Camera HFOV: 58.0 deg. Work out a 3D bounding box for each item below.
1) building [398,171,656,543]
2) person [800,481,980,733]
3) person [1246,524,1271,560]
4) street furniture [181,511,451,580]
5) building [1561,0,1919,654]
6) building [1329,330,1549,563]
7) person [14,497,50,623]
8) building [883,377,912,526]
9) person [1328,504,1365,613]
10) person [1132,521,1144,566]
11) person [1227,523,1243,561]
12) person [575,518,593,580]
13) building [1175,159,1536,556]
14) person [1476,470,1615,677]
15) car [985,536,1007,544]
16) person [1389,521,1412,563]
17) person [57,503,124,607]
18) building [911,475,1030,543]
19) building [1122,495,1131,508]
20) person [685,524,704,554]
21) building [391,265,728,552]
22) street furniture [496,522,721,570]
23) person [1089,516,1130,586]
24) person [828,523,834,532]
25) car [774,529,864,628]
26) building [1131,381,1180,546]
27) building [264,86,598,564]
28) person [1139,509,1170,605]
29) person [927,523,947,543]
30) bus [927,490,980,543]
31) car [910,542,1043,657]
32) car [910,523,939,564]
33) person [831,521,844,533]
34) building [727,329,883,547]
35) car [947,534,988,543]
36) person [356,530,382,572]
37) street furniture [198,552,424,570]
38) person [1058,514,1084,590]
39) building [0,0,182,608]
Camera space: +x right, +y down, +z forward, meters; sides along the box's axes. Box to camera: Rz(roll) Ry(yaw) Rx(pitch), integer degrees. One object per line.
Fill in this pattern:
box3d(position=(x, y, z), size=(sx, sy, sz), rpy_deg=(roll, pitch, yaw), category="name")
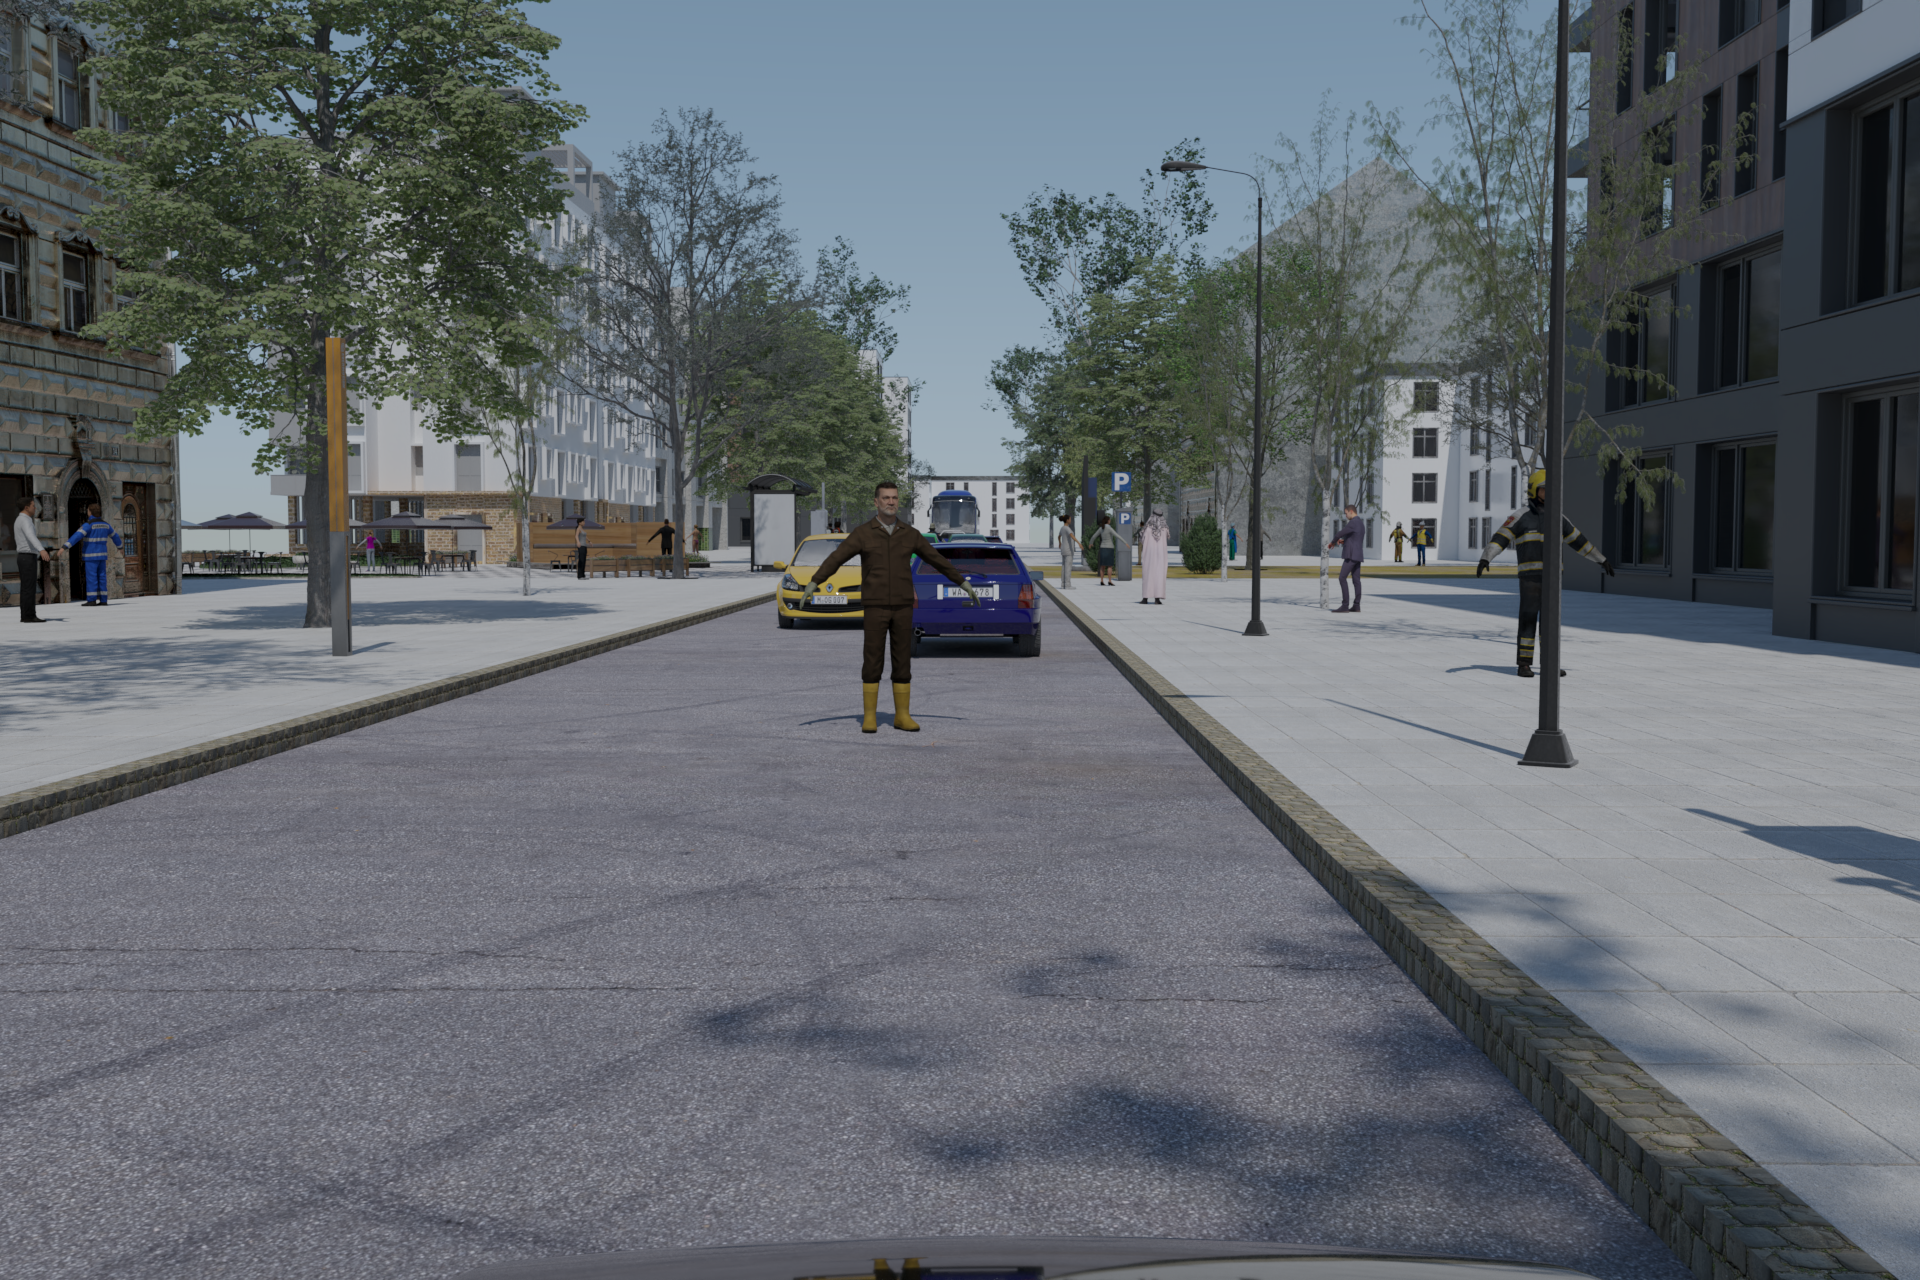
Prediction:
box3d(position=(-23.589, -14.399, 91.845), size=(16.016, 20.090, 11.380), rpy_deg=(0, 4, 1), category="building")
box3d(position=(-0.519, -0.243, 12.569), size=(1.346, 1.812, 0.704), rpy_deg=(-1, 4, -17), category="person")
box3d(position=(14.982, -4.927, 86.678), size=(1.348, 1.813, 0.705), rpy_deg=(-1, 4, -14), category="person")
box3d(position=(-29.757, -2.719, 49.491), size=(27.439, 1.986, 14.083), rpy_deg=(1, 4, 8), category="street furniture")
box3d(position=(24.225, -10.971, 23.354), size=(27.936, 21.610, 32.646), rpy_deg=(0, 4, 1), category="building")
box3d(position=(25.245, -8.749, 85.186), size=(9.099, 9.664, 28.070), rpy_deg=(0, 4, 1), category="building")
box3d(position=(-13.477, -1.158, 25.097), size=(0.704, 1.810, 1.344), rpy_deg=(-3, 5, -40), category="person")
box3d(position=(-20.725, -23.162, 222.672), size=(27.936, 21.610, 32.646), rpy_deg=(0, 4, 1), category="building")
box3d(position=(6.307, -1.338, 28.372), size=(0.568, 1.767, 0.683), rpy_deg=(2, 4, 32), category="person")
box3d(position=(7.387, -3.928, 70.501), size=(1.348, 1.796, 0.705), rpy_deg=(-2, 4, -29), category="person")
box3d(position=(13.105, -4.706, 83.062), size=(0.704, 1.817, 1.347), rpy_deg=(-2, 4, -26), category="person")
box3d(position=(-10.531, -2.554, 48.573), size=(0.721, 1.737, 1.217), rpy_deg=(0, 4, 5), category="person")
box3d(position=(24.408, -17.093, 110.400), size=(19.493, 23.208, 18.063), rpy_deg=(0, 4, 1), category="building")
box3d(position=(5.222, -0.599, 15.560), size=(1.351, 1.858, 0.704), rpy_deg=(-1, 4, -13), category="person")
box3d(position=(1.549, -4.849, 91.865), size=(1.945, 1.354, 3.894), rpy_deg=(0, 3, 0), category="car")
box3d(position=(19.806, -4.425, 78.118), size=(0.705, 1.858, 1.354), rpy_deg=(-2, 4, -33), category="person")
box3d(position=(-15.380, -1.516, 30.768), size=(0.704, 1.831, 1.345), rpy_deg=(1, 4, 23), category="person")
box3d(position=(-4.035, -18.448, 246.231), size=(28.070, 9.664, 9.099), rpy_deg=(0, 4, 4), category="building")
box3d(position=(25.417, -16.915, 218.706), size=(9.099, 9.664, 28.070), rpy_deg=(0, 4, 1), category="building")
box3d(position=(-12.441, -4.547, 81.149), size=(0.721, 1.733, 1.217), rpy_deg=(3, 4, 38), category="person")
box3d(position=(-27.650, -15.781, 124.484), size=(16.747, 18.905, 31.486), rpy_deg=(0, 4, 2), category="building")
box3d(position=(-12.925, -3.708, 67.478), size=(9.812, 1.723, 11.010), rpy_deg=(-2, 4, -30), category="street furniture")
box3d(position=(3.679, -2.204, 42.874), size=(1.217, 1.735, 0.721), rpy_deg=(3, 5, 40), category="person")
box3d(position=(-6.470, -4.928, 86.515), size=(1.347, 1.837, 0.705), rpy_deg=(-1, 4, -11), category="person")
box3d(position=(-1.887, -1.060, 27.549), size=(2.015, 1.641, 3.980), rpy_deg=(0, 4, 1), category="car")
box3d(position=(28.929, -22.066, 191.714), size=(19.493, 23.208, 18.063), rpy_deg=(0, 4, 1), category="building")
box3d(position=(-23.527, -13.350, 74.687), size=(16.016, 20.090, 11.380), rpy_deg=(0, 4, 1), category="building")
box3d(position=(3.563, -1.521, 31.578), size=(0.551, 1.740, 0.621), rpy_deg=(-1, 4, -16), category="person")
box3d(position=(-1.058, -3.589, 66.915), size=(1.354, 1.856, 0.705), rpy_deg=(1, 4, 19), category="person")
box3d(position=(-0.199, -6.642, 100.138), size=(2.896, 3.916, 12.251), rpy_deg=(0, 4, 1), category="bus")
box3d(position=(0.092, -0.551, 21.591), size=(1.945, 1.354, 3.894), rpy_deg=(0, 3, 0), category="car")
box3d(position=(-1.375, -2.772, 54.123), size=(1.959, 1.807, 4.718), rpy_deg=(0, 4, 1), category="car")
box3d(position=(-5.189, -4.145, 73.916), size=(1.345, 1.843, 0.704), rpy_deg=(2, 4, 31), category="person")
box3d(position=(-23.154, -21.115, 189.202), size=(27.936, 21.610, 32.646), rpy_deg=(0, 4, 1), category="building")
box3d(position=(0.262, -3.076, 62.085), size=(2.131, 1.459, 4.920), rpy_deg=(0, 4, 0), category="car")
box3d(position=(-20.141, -3.047, 59.088), size=(0.599, 1.433, 0.991), rpy_deg=(3, 5, 39), category="person")
box3d(position=(-24.512, -3.114, 66.538), size=(5.734, 0.657, 10.072), rpy_deg=(1, 4, 15), category="street furniture")
box3d(position=(2.555, -2.045, 40.200), size=(0.721, 1.739, 1.217), rpy_deg=(-1, 4, -21), category="person")
box3d(position=(-25.850, -11.996, 27.068), size=(19.493, 23.208, 18.063), rpy_deg=(0, 4, 1), category="building")
